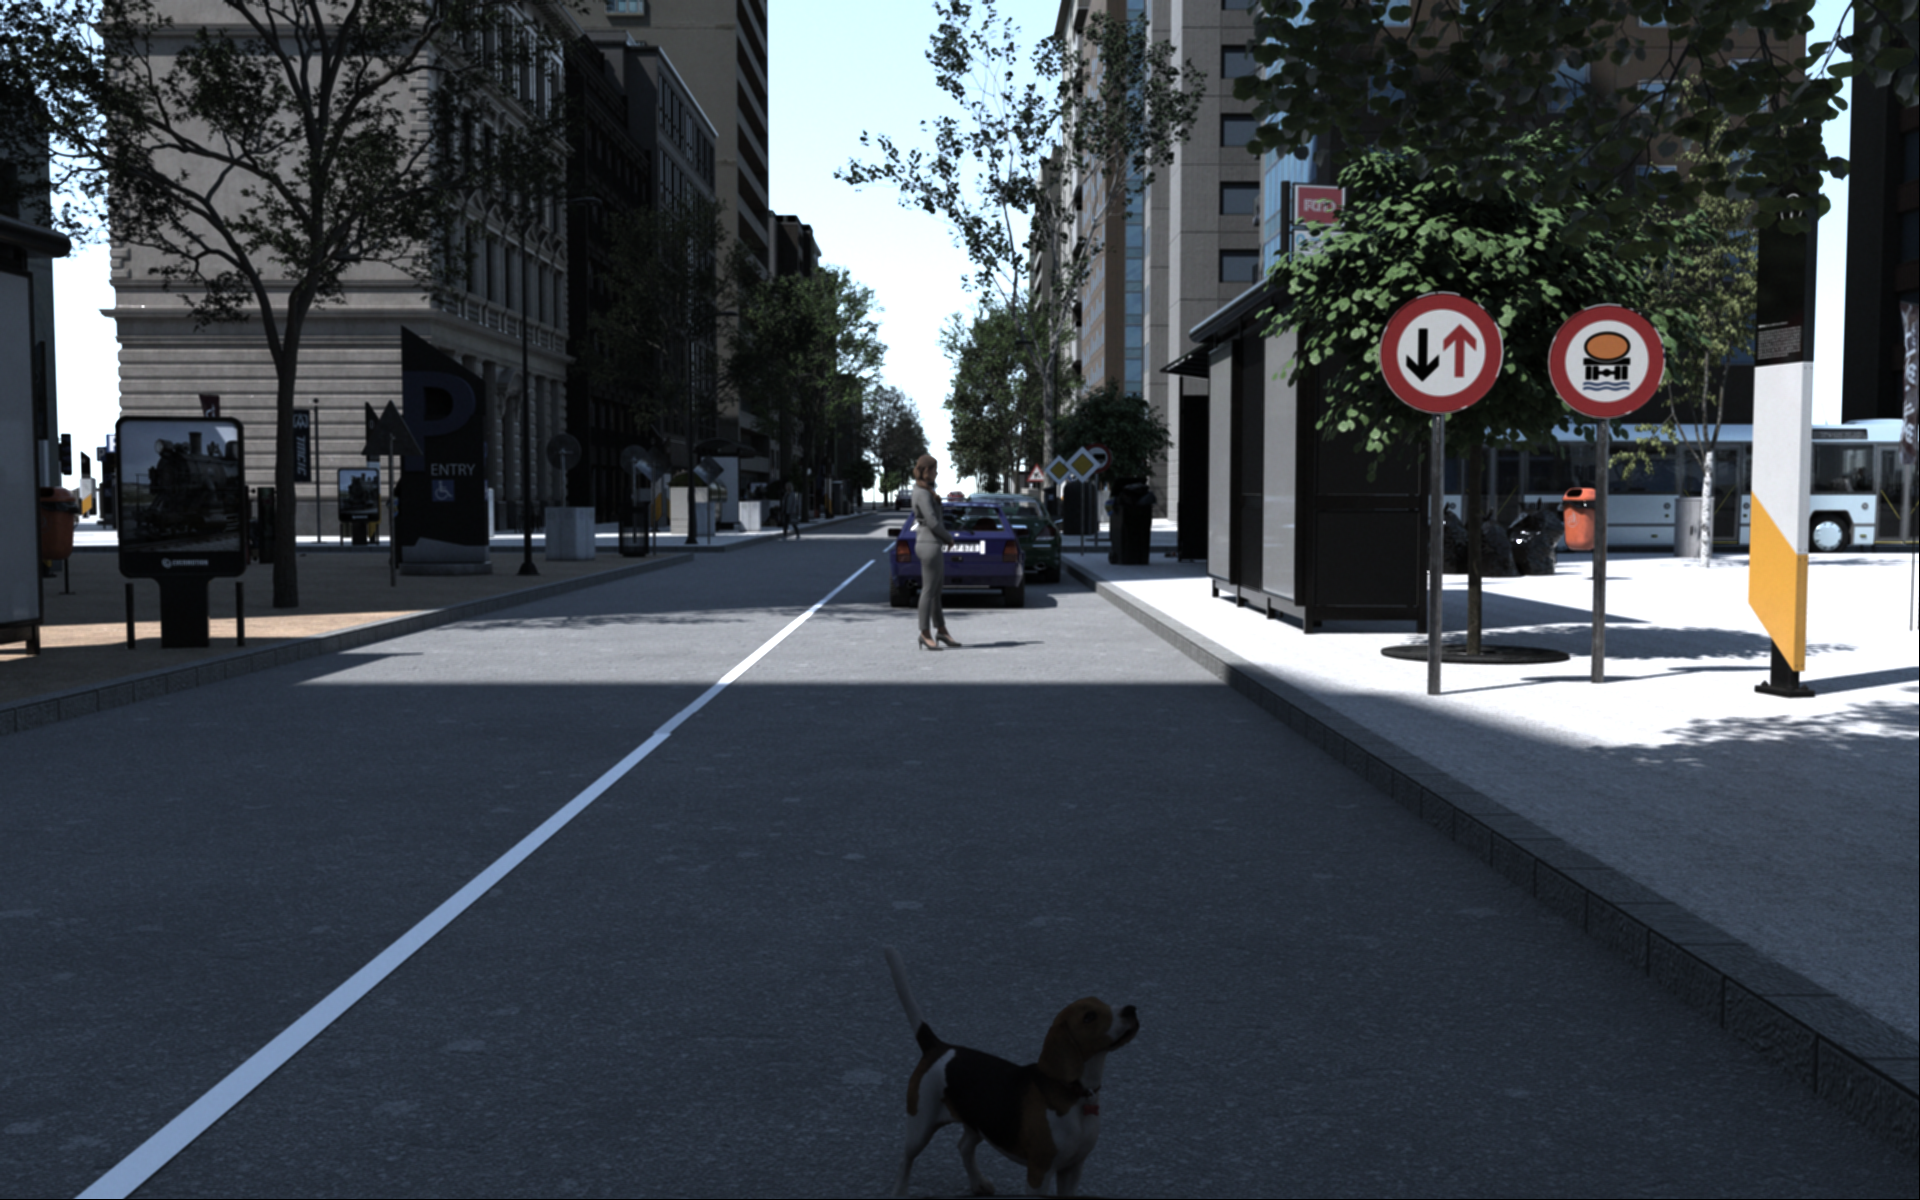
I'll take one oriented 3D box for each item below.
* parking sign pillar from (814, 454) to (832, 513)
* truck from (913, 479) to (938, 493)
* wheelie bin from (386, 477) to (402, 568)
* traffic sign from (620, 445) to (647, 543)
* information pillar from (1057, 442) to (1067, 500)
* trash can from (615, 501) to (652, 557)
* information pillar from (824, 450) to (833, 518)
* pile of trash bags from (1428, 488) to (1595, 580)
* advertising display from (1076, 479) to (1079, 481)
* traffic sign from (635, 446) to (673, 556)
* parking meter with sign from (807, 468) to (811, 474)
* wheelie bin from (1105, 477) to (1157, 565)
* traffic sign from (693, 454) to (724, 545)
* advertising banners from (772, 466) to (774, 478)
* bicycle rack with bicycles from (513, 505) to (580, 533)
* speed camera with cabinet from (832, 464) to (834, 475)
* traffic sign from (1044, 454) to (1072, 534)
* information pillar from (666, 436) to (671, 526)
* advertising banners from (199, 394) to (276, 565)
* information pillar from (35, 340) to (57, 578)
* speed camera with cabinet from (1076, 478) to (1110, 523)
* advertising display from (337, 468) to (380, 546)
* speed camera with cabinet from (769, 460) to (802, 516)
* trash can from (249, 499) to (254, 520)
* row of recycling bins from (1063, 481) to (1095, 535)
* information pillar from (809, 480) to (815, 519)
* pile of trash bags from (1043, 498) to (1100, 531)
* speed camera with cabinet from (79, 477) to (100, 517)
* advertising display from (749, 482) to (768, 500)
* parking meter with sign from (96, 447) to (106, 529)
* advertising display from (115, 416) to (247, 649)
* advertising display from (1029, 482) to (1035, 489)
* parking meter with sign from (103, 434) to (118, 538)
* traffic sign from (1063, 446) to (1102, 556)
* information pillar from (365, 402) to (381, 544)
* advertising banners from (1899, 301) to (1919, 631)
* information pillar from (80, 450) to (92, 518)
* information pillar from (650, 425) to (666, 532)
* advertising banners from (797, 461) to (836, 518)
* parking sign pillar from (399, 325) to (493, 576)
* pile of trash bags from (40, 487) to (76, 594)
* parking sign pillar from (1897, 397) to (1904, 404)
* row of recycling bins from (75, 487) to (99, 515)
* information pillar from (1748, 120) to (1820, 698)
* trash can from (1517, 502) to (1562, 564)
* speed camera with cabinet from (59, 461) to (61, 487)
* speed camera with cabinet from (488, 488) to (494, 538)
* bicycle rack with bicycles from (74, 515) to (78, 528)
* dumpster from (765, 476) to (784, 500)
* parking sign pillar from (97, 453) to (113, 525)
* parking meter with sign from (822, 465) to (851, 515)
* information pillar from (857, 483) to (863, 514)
[{"bbox_3d":[-9.040,-7.776,115.604,1.447,3.967,1.447,-1,4,-13],"label":"parking sign pillar"},{"bbox_3d":[-4.147,-13.783,215.116,2.967,4.110,18.799,0,3,0],"label":"truck"},{"bbox_3d":[-9.444,-1.353,30.028,0.693,1.594,0.980,1,4,22],"label":"wheelie bin"},{"bbox_3d":[-8.480,-2.751,45.092,0.768,2.556,0.104,1,4,9],"label":"traffic sign"},{"bbox_3d":[4.510,-5.259,77.340,0.504,3.616,0.183,2,4,29],"label":"information pillar"},{"bbox_3d":[-6.657,-1.449,35.347,0.748,1.137,0.748,0,3,0],"label":"trash can"},{"bbox_3d":[-6.966,-6.128,91.549,0.183,3.616,0.504,2,4,35],"label":"information pillar"},{"bbox_3d":[8.723,-1.062,27.122,1.912,1.369,3.447,-2,4,-24],"label":"pile of trash bags"},{"bbox_3d":[5.108,-4.214,74.107,0.123,1.923,0.974,1,4,15],"label":"advertising display"},{"bbox_3d":[-6.354,-1.978,35.984,0.795,2.450,0.064,0,4,0],"label":"traffic sign"},{"bbox_3d":[-9.561,-7.422,117.616,1.738,3.016,0.543,-3,5,-43],"label":"parking meter with sign"},{"bbox_3d":[3.145,-1.448,31.575,0.980,1.594,0.693,-1,4,-20],"label":"wheelie bin"},{"bbox_3d":[-6.379,-2.466,43.969,0.795,2.450,0.064,0,4,0],"label":"traffic sign"},{"bbox_3d":[-11.614,-6.722,106.091,0.090,3.025,2.074,0,4,7],"label":"advertising banners"},{"bbox_3d":[-13.690,-2.684,57.264,2.852,0.926,2.925,1,4,10],"label":"bicycle rack with bicycles"},{"bbox_3d":[-8.198,-7.257,112.995,0.660,3.252,2.038,0,4,4],"label":"speed camera with cabinet"},{"bbox_3d":[2.515,-2.467,43.977,0.795,2.450,0.064,0,4,0],"label":"traffic sign"},{"bbox_3d":[-11.861,-4.815,70.080,0.183,3.616,0.504,2,4,25],"label":"information pillar"},{"bbox_3d":[-12.980,-2.143,31.225,0.090,3.025,2.074,1,4,15],"label":"advertising banners"},{"bbox_3d":[-14.187,-2.153,26.555,0.504,3.616,0.183,1,4,15],"label":"information pillar"},{"bbox_3d":[6.038,-5.020,76.416,2.038,3.252,0.660,-3,4,-36],"label":"speed camera with cabinet"},{"bbox_3d":[-14.958,-2.317,43.094,0.974,1.923,0.123,-1,4,-23],"label":"advertising display"},{"bbox_3d":[-10.171,-6.585,101.993,2.038,3.252,0.660,1,4,12],"label":"speed camera with cabinet"},{"bbox_3d":[-19.294,-2.126,46.407,0.748,1.137,0.748,0,3,0],"label":"trash can"},{"bbox_3d":[3.852,-2.961,55.528,1.069,1.692,3.534,0,4,7],"label":"row of recycling bins"},{"bbox_3d":[-7.529,-5.101,87.896,0.304,2.012,0.304,0,4,-6],"label":"information pillar"},{"bbox_3d":[4.465,-3.107,60.550,3.447,1.369,1.912,0,4,4],"label":"pile of trash bags"},{"bbox_3d":[-47.911,-6.237,96.312,0.660,3.252,2.038,2,4,24],"label":"speed camera with cabinet"},{"bbox_3d":[-10.702,-5.315,92.116,0.974,1.923,0.123,-1,4,-14],"label":"advertising display"},{"bbox_3d":[-31.045,-4.160,64.273,0.543,3.016,1.738,2,4,28],"label":"parking meter with sign"},{"bbox_3d":[-6.473,-0.564,14.429,0.974,1.923,0.123,-1,4,-15],"label":"advertising display"},{"bbox_3d":[3.948,-5.486,94.904,0.123,1.923,0.974,0,4,-8],"label":"advertising display"},{"bbox_3d":[-24.519,-3.351,51.042,0.543,3.016,1.738,0,4,-6],"label":"parking meter with sign"},{"bbox_3d":[2.540,-1.979,35.992,0.795,2.450,0.064,0,4,0],"label":"traffic sign"},{"bbox_3d":[-15.037,-3.243,44.370,0.183,3.616,0.504,1,4,14],"label":"information pillar"},{"bbox_3d":[9.281,-1.239,16.453,2.074,3.025,0.090,-3,5,-41],"label":"advertising banners"},{"bbox_3d":[-46.600,-6.177,92.345,0.504,3.616,0.183,-1,4,-19],"label":"information pillar"},{"bbox_3d":[-10.238,-4.095,58.300,0.504,3.616,0.183,3,5,43],"label":"information pillar"},{"bbox_3d":[-7.673,-5.875,92.249,2.074,3.025,0.090,0,4,-6],"label":"advertising banners"},{"bbox_3d":[-8.239,-2.397,27.668,1.447,3.967,1.447,0,4,-7],"label":"parking sign pillar"},{"bbox_3d":[-12.877,-0.757,22.128,3.447,1.369,1.912,0,4,8],"label":"pile of trash bags"},{"bbox_3d":[26.415,-3.625,47.747,1.447,3.967,1.447,-3,4,-36],"label":"parking sign pillar"},{"bbox_3d":[-53.405,-6.074,106.419,1.069,1.692,3.534,0,4,1],"label":"row of recycling bins"},{"bbox_3d":[5.255,-1.204,11.046,0.183,3.616,0.504,-1,4,-11],"label":"information pillar"},{"bbox_3d":[10.139,-1.143,30.342,0.748,1.137,0.748,0,3,0],"label":"trash can"},{"bbox_3d":[-24.702,-3.155,45.924,2.038,3.252,0.660,2,4,30],"label":"speed camera with cabinet"},{"bbox_3d":[-14.665,-3.431,50.436,2.038,3.252,0.660,-3,4,-36],"label":"speed camera with cabinet"},{"bbox_3d":[-32.968,-2.896,60.736,2.925,0.926,2.852,0,4,3],"label":"bicycle rack with bicycles"},{"bbox_3d":[-9.035,-5.203,87.570,1.502,2.255,1.985,0,4,0],"label":"dumpster"},{"bbox_3d":[-35.417,-5.142,72.543,1.447,3.967,1.447,0,4,-2],"label":"parking sign pillar"},{"bbox_3d":[-7.457,-6.652,105.015,1.738,3.016,0.543,2,4,27],"label":"parking meter with sign"},{"bbox_3d":[-6.583,-6.685,113.785,0.304,2.012,0.304,1,4,11],"label":"information pillar"}]
